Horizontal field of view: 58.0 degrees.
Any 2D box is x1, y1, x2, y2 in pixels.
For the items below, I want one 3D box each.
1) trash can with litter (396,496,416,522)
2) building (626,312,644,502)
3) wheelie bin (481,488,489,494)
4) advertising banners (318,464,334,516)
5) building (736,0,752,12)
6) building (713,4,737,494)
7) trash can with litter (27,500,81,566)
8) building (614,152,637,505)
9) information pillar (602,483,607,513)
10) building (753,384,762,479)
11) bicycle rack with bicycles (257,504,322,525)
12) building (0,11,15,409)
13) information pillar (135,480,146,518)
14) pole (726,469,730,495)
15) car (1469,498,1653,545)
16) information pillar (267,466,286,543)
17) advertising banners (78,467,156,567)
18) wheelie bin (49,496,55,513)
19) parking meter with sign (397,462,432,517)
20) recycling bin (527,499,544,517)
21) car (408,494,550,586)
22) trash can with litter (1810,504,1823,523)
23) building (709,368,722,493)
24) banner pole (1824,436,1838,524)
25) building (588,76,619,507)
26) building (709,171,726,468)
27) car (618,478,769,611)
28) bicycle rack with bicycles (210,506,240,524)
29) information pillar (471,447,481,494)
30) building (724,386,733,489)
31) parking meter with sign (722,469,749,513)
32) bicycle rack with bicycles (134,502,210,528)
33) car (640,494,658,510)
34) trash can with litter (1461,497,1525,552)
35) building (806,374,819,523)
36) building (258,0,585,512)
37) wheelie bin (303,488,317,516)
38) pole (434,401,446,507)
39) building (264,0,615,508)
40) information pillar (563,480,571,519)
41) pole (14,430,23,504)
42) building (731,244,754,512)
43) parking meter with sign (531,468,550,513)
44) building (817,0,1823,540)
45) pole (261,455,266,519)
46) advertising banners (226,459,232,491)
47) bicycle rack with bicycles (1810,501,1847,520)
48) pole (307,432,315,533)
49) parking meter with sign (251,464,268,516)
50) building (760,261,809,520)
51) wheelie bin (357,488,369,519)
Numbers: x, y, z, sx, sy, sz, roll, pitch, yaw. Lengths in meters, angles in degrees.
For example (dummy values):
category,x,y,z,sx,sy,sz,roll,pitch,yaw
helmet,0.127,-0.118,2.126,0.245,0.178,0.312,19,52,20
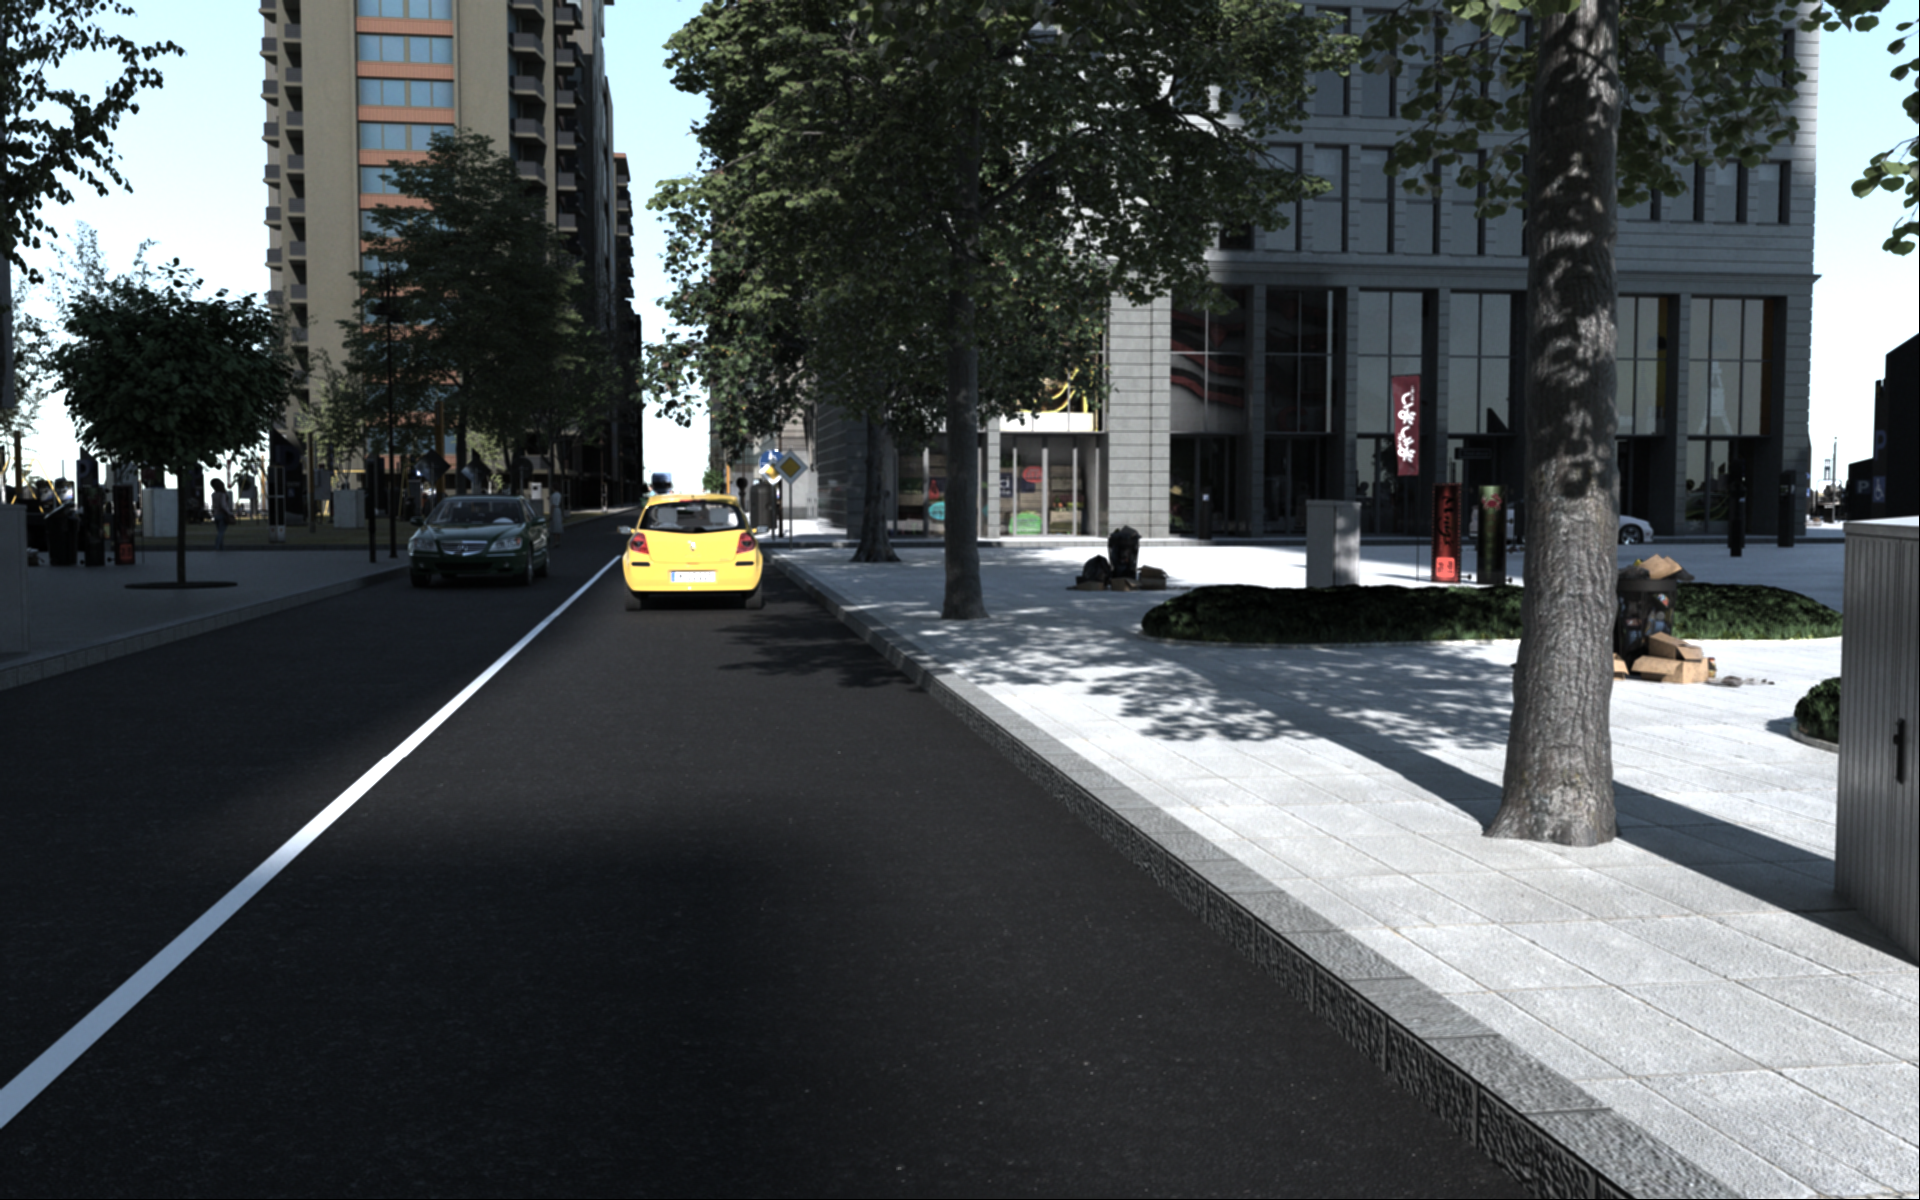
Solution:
category,x,y,z,sx,sy,sz,roll,pitch,yaw
trash can with litter,-25.943,-4.253,80.916,1.055,1.170,0.624,2,4,27
building,-56.149,-30.264,266.515,14.160,30.474,14.107,-1,4,-9
wheelie bin,-24.358,-4.936,88.610,0.693,1.594,0.980,0,4,-8
advertising banners,-36.382,-6.384,100.560,0.090,3.025,2.074,2,4,33
building,-8.962,-30.565,154.366,22.147,44.769,28.867,-1,4,-9
building,-26.300,-49.932,254.631,20.563,71.187,20.611,-1,4,-9
trash can with litter,-16.392,-1.206,31.111,1.055,1.170,0.624,-2,4,-30
building,-52.117,-34.303,215.480,22.147,44.769,28.867,-1,4,-9
information pillar,-23.757,-6.804,115.732,0.304,2.012,0.304,0,4,0
building,-8.056,-15.829,113.561,10.420,20.320,16.860,-1,4,-9
bicycle rack with bicycles,-28.014,-3.642,72.930,2.852,0.926,2.925,2,4,26
building,-23.853,-20.955,26.212,14.086,41.232,14.154,-1,4,-9
information pillar,-43.604,-5.350,91.959,0.304,2.012,0.304,-1,4,-12
pole,-14.985,-7.219,111.873,0.158,3.312,0.155,0,3,0
car,15.952,-2.054,45.939,4.827,1.381,2.083,-1,4,-9
information pillar,-17.950,-2.507,45.481,0.304,2.012,0.304,2,4,24
advertising banners,-15.239,-2.158,31.471,0.090,3.025,2.074,1,4,14
wheelie bin,-47.217,-4.983,89.373,0.693,1.594,0.980,0,4,0
parking meter with sign,-29.833,-6.022,94.723,1.738,3.016,0.543,-1,4,-13
recycling bin,-20.887,-4.443,85.193,0.722,1.027,0.722,-1,4,-20
car,-7.844,-1.024,28.538,2.131,1.459,4.920,0,4,-8
trash can with litter,35.876,-3.777,73.137,1.055,1.170,0.624,2,4,30
building,-32.350,-30.628,272.467,14.160,30.474,14.107,-1,4,-9
banner pole,38.084,-5.228,75.493,0.401,3.779,0.863,1,4,19
building,-43.414,-32.499,181.477,14.600,45.320,14.200,-1,4,-9
building,-22.071,-35.259,231.105,22.147,44.769,28.867,-1,4,-9
car,-3.496,-0.766,22.749,2.015,1.641,3.980,-1,4,-8
bicycle rack with bicycles,-31.932,-3.650,73.059,2.852,0.926,2.925,3,4,38
information pillar,-24.154,-5.816,86.443,0.504,3.616,0.183,-3,5,-42
building,-10.836,-20.729,183.963,27.650,21.520,28.899,-1,4,-9
parking meter with sign,-15.338,-7.475,118.478,1.738,3.016,0.543,1,4,9
bicycle rack with bicycles,-30.502,-3.208,65.826,2.852,0.926,2.925,-1,4,-9
car,-28.667,-9.117,160.852,2.131,1.459,4.920,-1,4,-9
trash can with litter,12.344,-1.713,39.064,2.233,1.210,1.678,0,4,8
building,0.304,-17.541,74.189,14.401,28.519,23.554,-1,4,-9
building,-40.159,-29.198,132.013,22.147,44.769,28.867,-1,4,-9
wheelie bin,-35.667,-5.328,95.016,0.693,1.594,0.980,1,4,18
pole,-11.472,-2.715,38.235,0.158,3.312,0.155,0,3,0
building,-46.660,-34.886,159.629,28.713,52.752,27.495,-1,4,-9
information pillar,-20.386,-5.218,89.802,0.304,2.012,0.304,0,4,3
pole,-30.048,-3.758,55.294,0.158,3.312,0.155,0,3,0
building,-10.459,-22.063,132.425,14.160,30.474,14.107,-1,4,-9
parking meter with sign,-28.701,-7.409,117.404,1.738,3.016,0.543,0,4,-7
building,10.542,-16.986,55.206,29.804,29.767,11.434,-1,4,-9
pole,-36.357,-5.904,90.370,0.158,3.312,0.155,0,3,0
advertising banners,-36.633,-5.490,85.952,0.090,3.025,2.074,0,4,7
bicycle rack with bicycles,42.386,-4.400,85.324,2.852,0.926,2.925,-3,5,-42
pole,-21.506,-3.886,57.374,0.158,3.312,0.155,0,3,0
parking meter with sign,-40.451,-6.414,101.135,1.738,3.016,0.543,1,4,12
building,-5.941,-15.037,95.006,9.793,20.994,18.267,-1,4,-9
wheelie bin,-30.553,-4.953,88.890,0.980,1.594,0.693,0,4,-6
